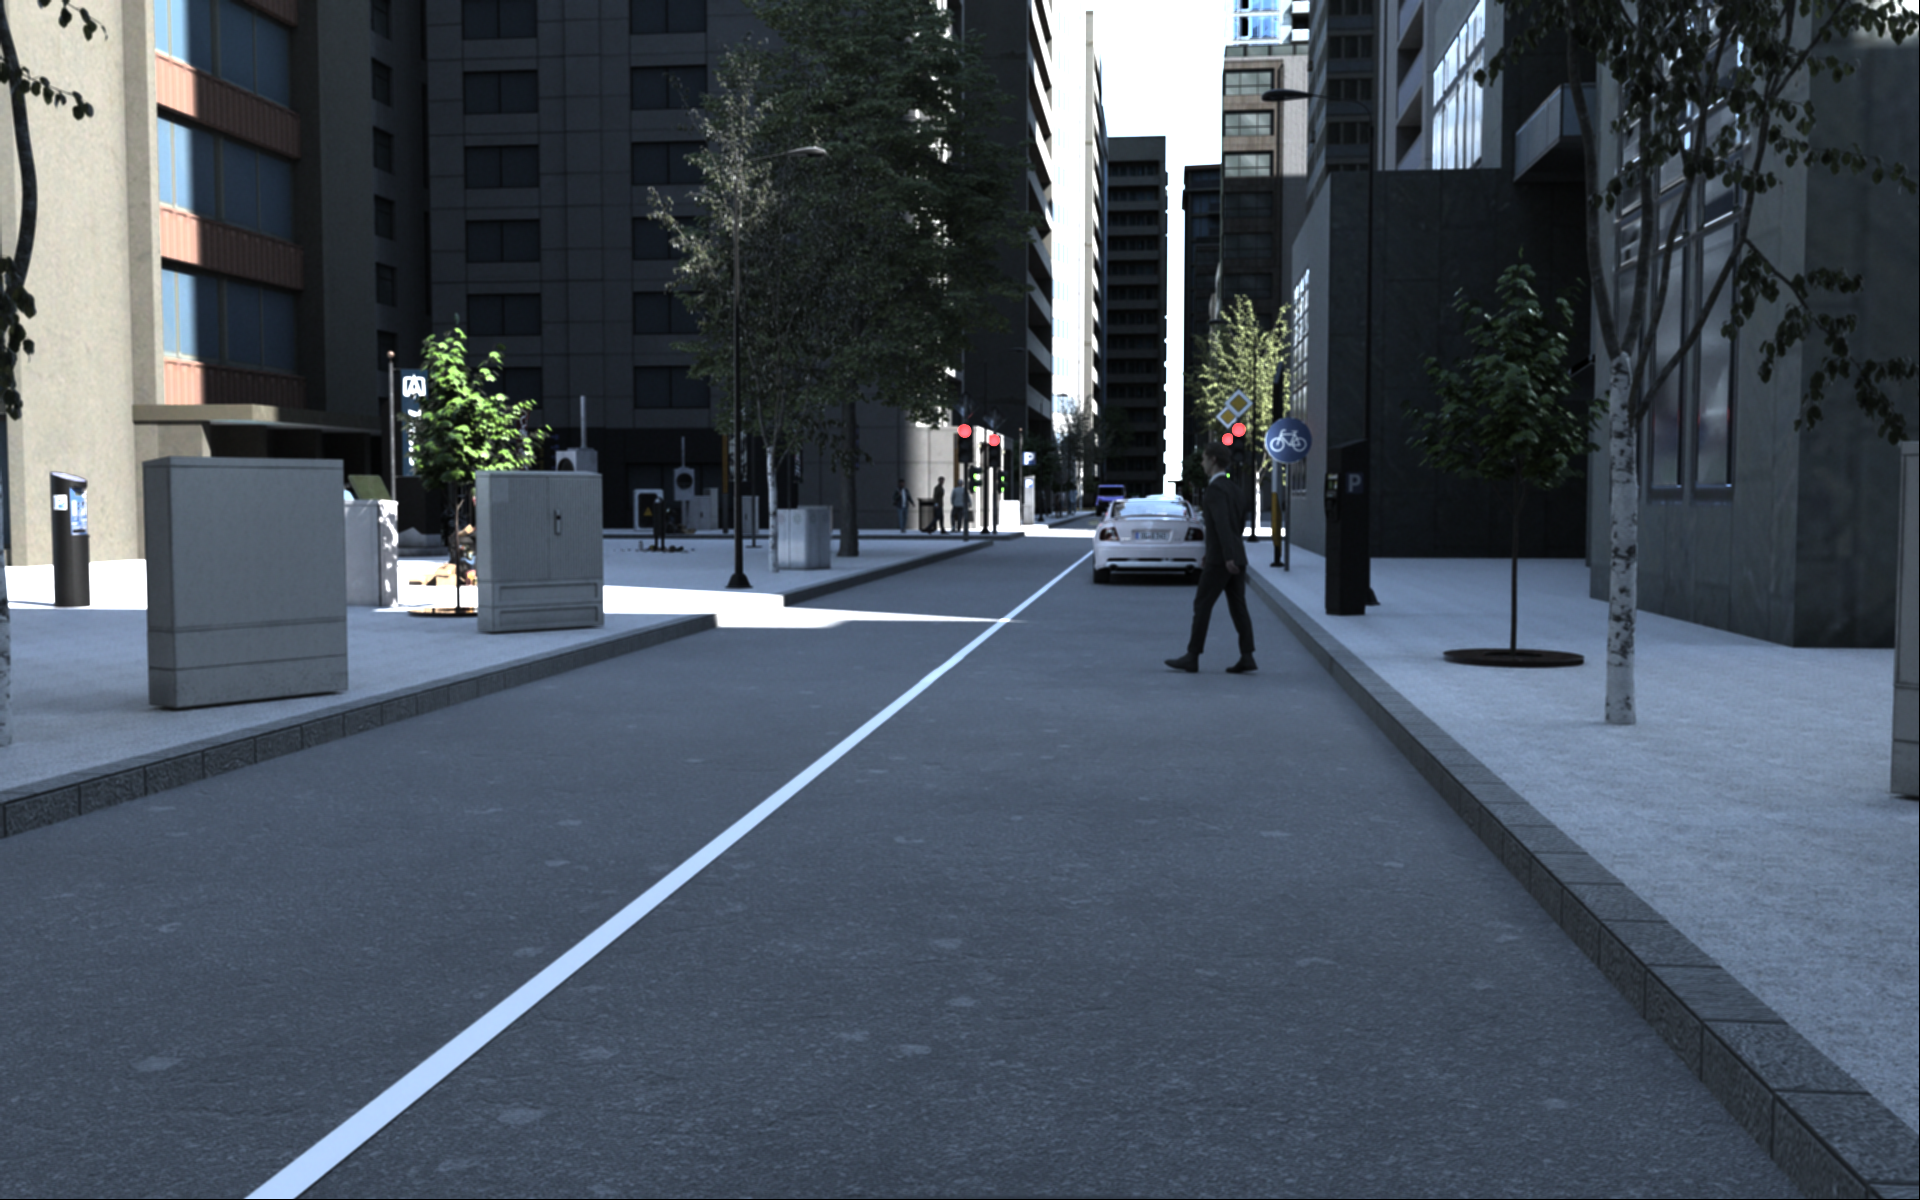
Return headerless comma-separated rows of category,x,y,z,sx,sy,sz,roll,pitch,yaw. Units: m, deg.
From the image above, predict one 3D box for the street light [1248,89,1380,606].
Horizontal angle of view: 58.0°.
street light,4.157,-2.902,19.983,1.470,5.913,1.316,0,4,7

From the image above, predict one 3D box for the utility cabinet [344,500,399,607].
utility cabinet,-6.948,-0.541,20.007,1.020,1.237,0.306,2,4,29

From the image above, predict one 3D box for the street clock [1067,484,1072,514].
street clock,6.811,-6.263,106.970,0.471,2.002,0.358,1,4,15

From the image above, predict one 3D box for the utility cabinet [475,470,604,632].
utility cabinet,-3.935,-0.465,16.283,1.173,1.500,0.318,-3,5,-43

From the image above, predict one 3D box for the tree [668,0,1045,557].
tree,-1.870,-7.166,35.289,7.486,12.596,7.792,0,3,0

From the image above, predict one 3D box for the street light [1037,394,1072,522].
street light,4.310,-6.599,80.427,1.470,5.913,1.316,0,4,7

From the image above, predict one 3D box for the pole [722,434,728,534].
pole,-7.604,-3.806,56.078,0.158,3.312,0.155,0,3,0

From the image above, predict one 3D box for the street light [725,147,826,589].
street light,-2.485,-3.112,23.419,1.470,5.913,1.316,0,4,7

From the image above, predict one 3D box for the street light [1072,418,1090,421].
street light,7.210,-8.135,105.543,1.470,5.913,1.316,0,4,7

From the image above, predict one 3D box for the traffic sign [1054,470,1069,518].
traffic sign,5.368,-5.605,91.753,0.768,2.556,0.104,1,4,9

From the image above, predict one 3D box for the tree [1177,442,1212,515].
tree,15.087,-7.483,106.062,4.285,4.588,4.351,0,3,0

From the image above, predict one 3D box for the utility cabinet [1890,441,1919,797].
utility cabinet,4.498,0.074,7.473,1.173,1.500,0.318,-2,4,-35

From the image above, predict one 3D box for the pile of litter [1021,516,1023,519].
pile of litter,2.702,-4.652,90.022,1.719,0.858,1.176,1,4,22

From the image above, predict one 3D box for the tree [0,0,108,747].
tree,-5.079,-3.550,8.402,4.360,8.622,3.978,0,3,0

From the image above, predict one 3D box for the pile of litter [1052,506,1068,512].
pile of litter,7.312,-6.758,124.464,1.719,0.858,1.176,-2,4,-25

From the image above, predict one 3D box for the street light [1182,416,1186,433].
street light,14.040,-7.982,103.052,1.470,5.913,1.316,0,4,7

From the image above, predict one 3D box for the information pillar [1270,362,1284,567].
information pillar,5.589,-2.394,30.490,0.183,3.616,0.504,1,4,22

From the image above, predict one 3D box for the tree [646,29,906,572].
tree,-3.002,-4.743,27.905,4.360,8.622,3.978,0,3,0

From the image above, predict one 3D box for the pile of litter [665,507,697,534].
pile of litter,-9.098,-2.570,55.988,1.176,0.858,1.719,0,4,1

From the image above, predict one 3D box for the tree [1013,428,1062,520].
tree,3.496,-6.278,86.353,4.285,4.588,4.351,0,3,0

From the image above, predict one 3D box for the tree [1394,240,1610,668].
tree,4.370,-1.142,13.269,1.663,3.219,1.824,0,3,0

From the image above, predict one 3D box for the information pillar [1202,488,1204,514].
information pillar,15.649,-7.284,110.453,0.504,3.616,0.183,-3,4,-37

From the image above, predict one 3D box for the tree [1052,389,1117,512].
tree,9.056,-10.774,126.521,4.360,8.622,3.978,0,3,0

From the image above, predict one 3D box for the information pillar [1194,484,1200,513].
information pillar,16.442,-7.085,120.337,0.304,2.012,0.304,3,5,42

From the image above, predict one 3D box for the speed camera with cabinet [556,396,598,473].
speed camera with cabinet,-8.222,-2.503,35.253,2.038,3.252,0.660,3,5,41

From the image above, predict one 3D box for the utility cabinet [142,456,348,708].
utility cabinet,-4.407,-0.125,10.725,0.318,1.500,1.173,2,4,35

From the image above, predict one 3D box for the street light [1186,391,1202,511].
street light,11.048,-6.447,77.948,1.470,5.913,1.316,0,4,7

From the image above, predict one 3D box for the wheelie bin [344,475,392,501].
wheelie bin,-9.818,-1.261,28.527,0.693,1.594,0.980,2,4,31

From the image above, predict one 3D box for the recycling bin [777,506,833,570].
recycling bin,-2.696,-1.044,29.616,0.722,1.027,0.722,2,4,31

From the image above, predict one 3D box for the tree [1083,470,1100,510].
tree,10.524,-8.823,138.860,1.663,3.219,1.824,0,3,0

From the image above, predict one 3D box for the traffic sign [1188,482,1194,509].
traffic sign,16.975,-7.693,125.893,0.768,2.556,0.104,1,4,13

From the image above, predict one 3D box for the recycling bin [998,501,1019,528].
recycling bin,1.814,-3.205,64.959,0.722,1.027,0.722,0,4,-3

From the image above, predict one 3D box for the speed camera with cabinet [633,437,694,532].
speed camera with cabinet,-10.163,-3.979,59.390,2.038,3.252,0.660,-1,4,-15

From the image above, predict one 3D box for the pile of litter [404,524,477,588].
pile of litter,-7.219,-0.638,24.393,1.176,0.858,1.719,-1,4,-16

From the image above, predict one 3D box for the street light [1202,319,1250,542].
street light,7.292,-4.503,46.166,1.470,5.913,1.316,0,4,7

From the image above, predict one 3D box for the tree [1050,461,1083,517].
tree,5.415,-6.159,95.294,1.663,3.219,1.824,0,3,0

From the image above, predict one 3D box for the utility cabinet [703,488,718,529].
utility cabinet,-9.038,-3.301,62.655,0.318,1.500,1.173,-1,4,-21

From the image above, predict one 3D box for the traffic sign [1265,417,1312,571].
traffic sign,5.447,-1.754,28.791,0.768,2.556,0.104,1,4,8

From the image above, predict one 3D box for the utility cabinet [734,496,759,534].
utility cabinet,-6.860,-2.716,55.563,0.306,1.237,1.020,-3,5,-41

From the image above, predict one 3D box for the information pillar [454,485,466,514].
information pillar,-18.046,-3.548,62.508,0.304,2.012,0.304,0,4,5

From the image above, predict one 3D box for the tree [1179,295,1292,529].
tree,10.794,-6.899,63.165,4.737,8.622,4.395,0,3,0

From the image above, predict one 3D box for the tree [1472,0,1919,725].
tree,3.738,-3.599,9.213,4.360,8.622,3.978,0,3,0

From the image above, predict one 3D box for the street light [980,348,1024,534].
street light,1.348,-5.063,55.319,1.470,5.913,1.316,0,4,7

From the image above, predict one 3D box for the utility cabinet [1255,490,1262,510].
utility cabinet,17.128,-5.684,101.610,1.173,1.500,0.318,1,4,15

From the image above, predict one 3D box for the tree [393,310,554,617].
tree,-5.340,-1.448,18.275,1.663,3.219,1.824,0,3,0

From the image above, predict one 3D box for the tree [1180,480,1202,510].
tree,19.051,-8.946,140.873,1.663,3.219,1.824,0,3,0

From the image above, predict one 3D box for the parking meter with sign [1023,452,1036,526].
parking meter with sign,2.807,-4.562,70.852,0.543,3.016,1.738,0,4,5

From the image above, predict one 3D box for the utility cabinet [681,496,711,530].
utility cabinet,-9.338,-3.064,61.265,1.020,1.237,0.306,-1,4,-11

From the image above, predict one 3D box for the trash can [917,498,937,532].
trash can,-1.077,-2.846,58.194,0.748,1.137,0.748,0,3,0

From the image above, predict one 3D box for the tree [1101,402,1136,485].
tree,15.152,-15.817,184.359,9.928,11.665,9.643,0,3,0
